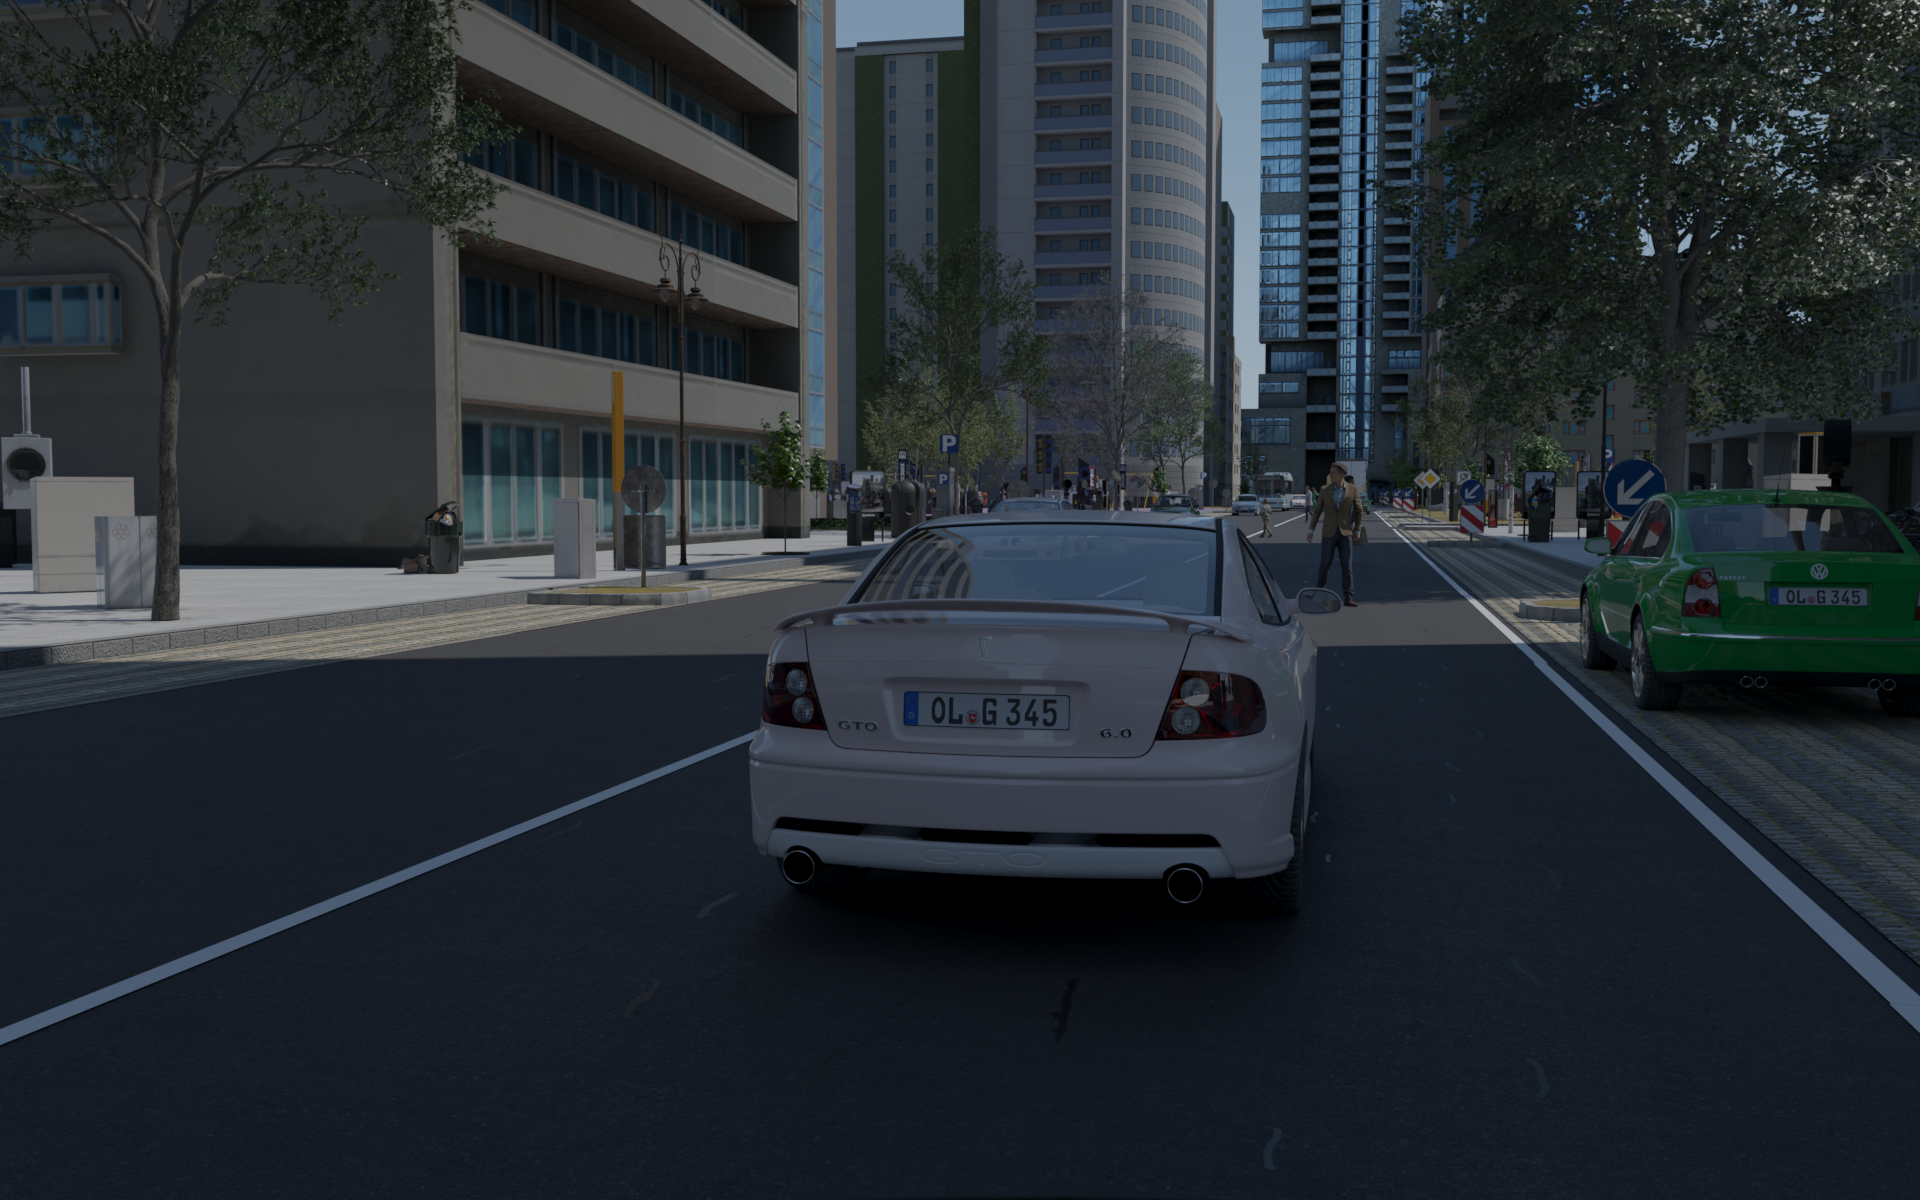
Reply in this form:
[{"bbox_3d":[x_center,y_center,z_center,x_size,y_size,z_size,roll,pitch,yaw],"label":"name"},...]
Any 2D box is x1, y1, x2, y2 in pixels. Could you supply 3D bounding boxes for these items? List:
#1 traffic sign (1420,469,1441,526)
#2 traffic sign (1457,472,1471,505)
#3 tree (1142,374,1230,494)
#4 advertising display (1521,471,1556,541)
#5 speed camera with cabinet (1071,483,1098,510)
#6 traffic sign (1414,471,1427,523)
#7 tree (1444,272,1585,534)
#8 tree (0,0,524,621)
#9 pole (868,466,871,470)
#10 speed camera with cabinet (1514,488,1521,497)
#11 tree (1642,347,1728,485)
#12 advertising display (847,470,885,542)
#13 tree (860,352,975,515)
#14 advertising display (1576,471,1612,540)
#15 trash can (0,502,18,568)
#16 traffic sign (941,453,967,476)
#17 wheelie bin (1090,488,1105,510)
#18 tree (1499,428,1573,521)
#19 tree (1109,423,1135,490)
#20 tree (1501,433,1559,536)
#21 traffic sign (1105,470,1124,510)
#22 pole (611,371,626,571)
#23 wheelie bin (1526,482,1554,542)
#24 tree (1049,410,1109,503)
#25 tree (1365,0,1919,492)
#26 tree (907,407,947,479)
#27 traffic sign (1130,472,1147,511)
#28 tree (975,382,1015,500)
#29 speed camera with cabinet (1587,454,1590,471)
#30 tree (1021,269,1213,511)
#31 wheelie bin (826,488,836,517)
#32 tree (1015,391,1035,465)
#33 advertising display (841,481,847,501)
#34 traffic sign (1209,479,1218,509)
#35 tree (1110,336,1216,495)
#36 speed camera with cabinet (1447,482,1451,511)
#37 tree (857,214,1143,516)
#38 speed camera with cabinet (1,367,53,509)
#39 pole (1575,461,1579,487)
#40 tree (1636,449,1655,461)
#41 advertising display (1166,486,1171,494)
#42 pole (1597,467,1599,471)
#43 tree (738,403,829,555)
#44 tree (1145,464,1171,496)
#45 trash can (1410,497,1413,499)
[{"bbox_3d":[18.632,-3.976,68.655,0.795,2.450,0.064,1,4,13],"label":"traffic sign"},{"bbox_3d":[22.543,-4.612,77.532,0.606,2.300,0.079,1,4,16],"label":"traffic sign"},{"bbox_3d":[15.701,-11.532,122.967,7.601,10.594,8.767,1,4,17],"label":"tree"},{"bbox_3d":[15.897,-2.592,47.593,0.974,1.923,0.123,-1,4,-13],"label":"advertising display"},{"bbox_3d":[9.499,-8.430,132.168,2.038,3.252,0.660,2,4,24],"label":"speed camera with cabinet"},{"bbox_3d":[20.410,-4.452,76.440,0.795,2.450,0.064,1,4,13],"label":"traffic sign"},{"bbox_3d":[18.162,-6.465,56.069,4.360,8.622,3.978,0,3,0],"label":"tree"},{"bbox_3d":[-7.829,-5.083,17.521,8.767,10.594,7.601,3,5,41],"label":"tree"},{"bbox_3d":[-6.609,-8.092,126.146,0.158,3.312,0.155,0,3,0],"label":"pole"},{"bbox_3d":[42.553,-8.275,129.632,2.038,3.252,0.660,2,4,32],"label":"speed camera with cabinet"},{"bbox_3d":[35.470,-8.191,84.289,4.737,8.622,4.395,0,3,0],"label":"tree"},{"bbox_3d":[-2.492,-2.534,46.642,0.974,1.923,0.123,-1,4,-22],"label":"advertising display"},{"bbox_3d":[-2.518,-8.417,87.979,4.737,8.622,4.395,0,3,0],"label":"tree"},{"bbox_3d":[17.521,-2.610,47.881,0.123,1.923,0.974,-3,5,-44],"label":"advertising display"},{"bbox_3d":[-16.726,-1.127,30.079,0.748,1.137,0.748,0,3,0],"label":"trash can"},{"bbox_3d":[-0.237,-3.135,51.266,0.884,2.594,0.081,1,4,13],"label":"traffic sign"},{"bbox_3d":[6.792,-4.751,85.587,0.693,1.594,0.980,1,4,8],"label":"wheelie bin"},{"bbox_3d":[27.812,-6.109,83.597,4.285,4.588,4.351,0,3,0],"label":"tree"},{"bbox_3d":[12.610,-12.090,148.041,4.360,8.622,3.978,0,3,0],"label":"tree"},{"bbox_3d":[17.588,-3.564,52.868,1.663,3.219,1.824,0,3,0],"label":"tree"},{"bbox_3d":[6.357,-4.148,71.469,0.795,2.450,0.064,1,4,13],"label":"traffic sign"},{"bbox_3d":[-5.703,-2.145,28.907,0.158,3.312,0.155,0,3,0],"label":"pole"},{"bbox_3d":[15.426,-2.334,46.075,0.693,1.594,0.980,1,4,17],"label":"wheelie bin"},{"bbox_3d":[9.111,-11.680,141.338,4.360,8.622,3.978,0,3,0],"label":"tree"},{"bbox_3d":[11.495,-7.392,27.522,9.857,13.997,8.962,0,3,0],"label":"tree"},{"bbox_3d":[-1.881,-11.689,141.471,4.360,8.622,3.978,0,3,0],"label":"tree"},{"bbox_3d":[8.135,-4.625,79.254,0.795,2.450,0.064,1,4,13],"label":"traffic sign"},{"bbox_3d":[0.144,-9.470,105.194,4.737,8.622,4.395,0,3,0],"label":"tree"},{"bbox_3d":[31.204,-5.562,85.270,0.660,3.252,2.038,1,4,13],"label":"speed camera with cabinet"},{"bbox_3d":[8.481,-11.238,94.107,12.009,13.543,11.850,0,3,0],"label":"tree"},{"bbox_3d":[-7.074,-5.210,93.097,0.693,1.594,0.980,-3,4,-36],"label":"wheelie bin"},{"bbox_3d":[2.908,-9.976,113.475,4.737,8.622,4.395,0,3,0],"label":"tree"},{"bbox_3d":[-5.337,-4.783,83.409,0.974,1.923,0.123,2,4,35],"label":"advertising display"},{"bbox_3d":[21.574,-9.017,147.537,0.768,2.556,0.104,1,4,13],"label":"traffic sign"},{"bbox_3d":[13.380,-11.568,114.888,9.928,11.665,9.643,0,3,0],"label":"tree"},{"bbox_3d":[37.427,-8.499,133.289,0.660,3.252,2.038,2,4,23],"label":"speed camera with cabinet"},{"bbox_3d":[0.113,-7.497,56.988,7.601,10.594,8.767,-3,4,-36],"label":"tree"},{"bbox_3d":[-15.080,-1.971,26.566,2.038,3.252,0.660,-2,4,-25],"label":"speed camera with cabinet"},{"bbox_3d":[38.403,-6.974,107.870,0.158,3.312,0.155,0,3,0],"label":"pole"},{"bbox_3d":[48.016,-8.316,119.682,4.285,4.588,4.351,0,3,0],"label":"tree"},{"bbox_3d":[15.994,-7.868,133.851,0.123,1.923,0.974,3,5,40],"label":"advertising display"},{"bbox_3d":[48.538,-8.438,131.804,0.158,3.312,0.155,0,3,0],"label":"pole"},{"bbox_3d":[-3.634,-2.580,36.779,1.663,3.219,1.824,0,3,0],"label":"tree"},{"bbox_3d":[12.678,-6.987,108.843,1.663,3.219,1.824,0,3,0],"label":"tree"},{"bbox_3d":[38.490,-8.275,146.947,0.748,1.137,0.748,0,3,0],"label":"trash can"}]
